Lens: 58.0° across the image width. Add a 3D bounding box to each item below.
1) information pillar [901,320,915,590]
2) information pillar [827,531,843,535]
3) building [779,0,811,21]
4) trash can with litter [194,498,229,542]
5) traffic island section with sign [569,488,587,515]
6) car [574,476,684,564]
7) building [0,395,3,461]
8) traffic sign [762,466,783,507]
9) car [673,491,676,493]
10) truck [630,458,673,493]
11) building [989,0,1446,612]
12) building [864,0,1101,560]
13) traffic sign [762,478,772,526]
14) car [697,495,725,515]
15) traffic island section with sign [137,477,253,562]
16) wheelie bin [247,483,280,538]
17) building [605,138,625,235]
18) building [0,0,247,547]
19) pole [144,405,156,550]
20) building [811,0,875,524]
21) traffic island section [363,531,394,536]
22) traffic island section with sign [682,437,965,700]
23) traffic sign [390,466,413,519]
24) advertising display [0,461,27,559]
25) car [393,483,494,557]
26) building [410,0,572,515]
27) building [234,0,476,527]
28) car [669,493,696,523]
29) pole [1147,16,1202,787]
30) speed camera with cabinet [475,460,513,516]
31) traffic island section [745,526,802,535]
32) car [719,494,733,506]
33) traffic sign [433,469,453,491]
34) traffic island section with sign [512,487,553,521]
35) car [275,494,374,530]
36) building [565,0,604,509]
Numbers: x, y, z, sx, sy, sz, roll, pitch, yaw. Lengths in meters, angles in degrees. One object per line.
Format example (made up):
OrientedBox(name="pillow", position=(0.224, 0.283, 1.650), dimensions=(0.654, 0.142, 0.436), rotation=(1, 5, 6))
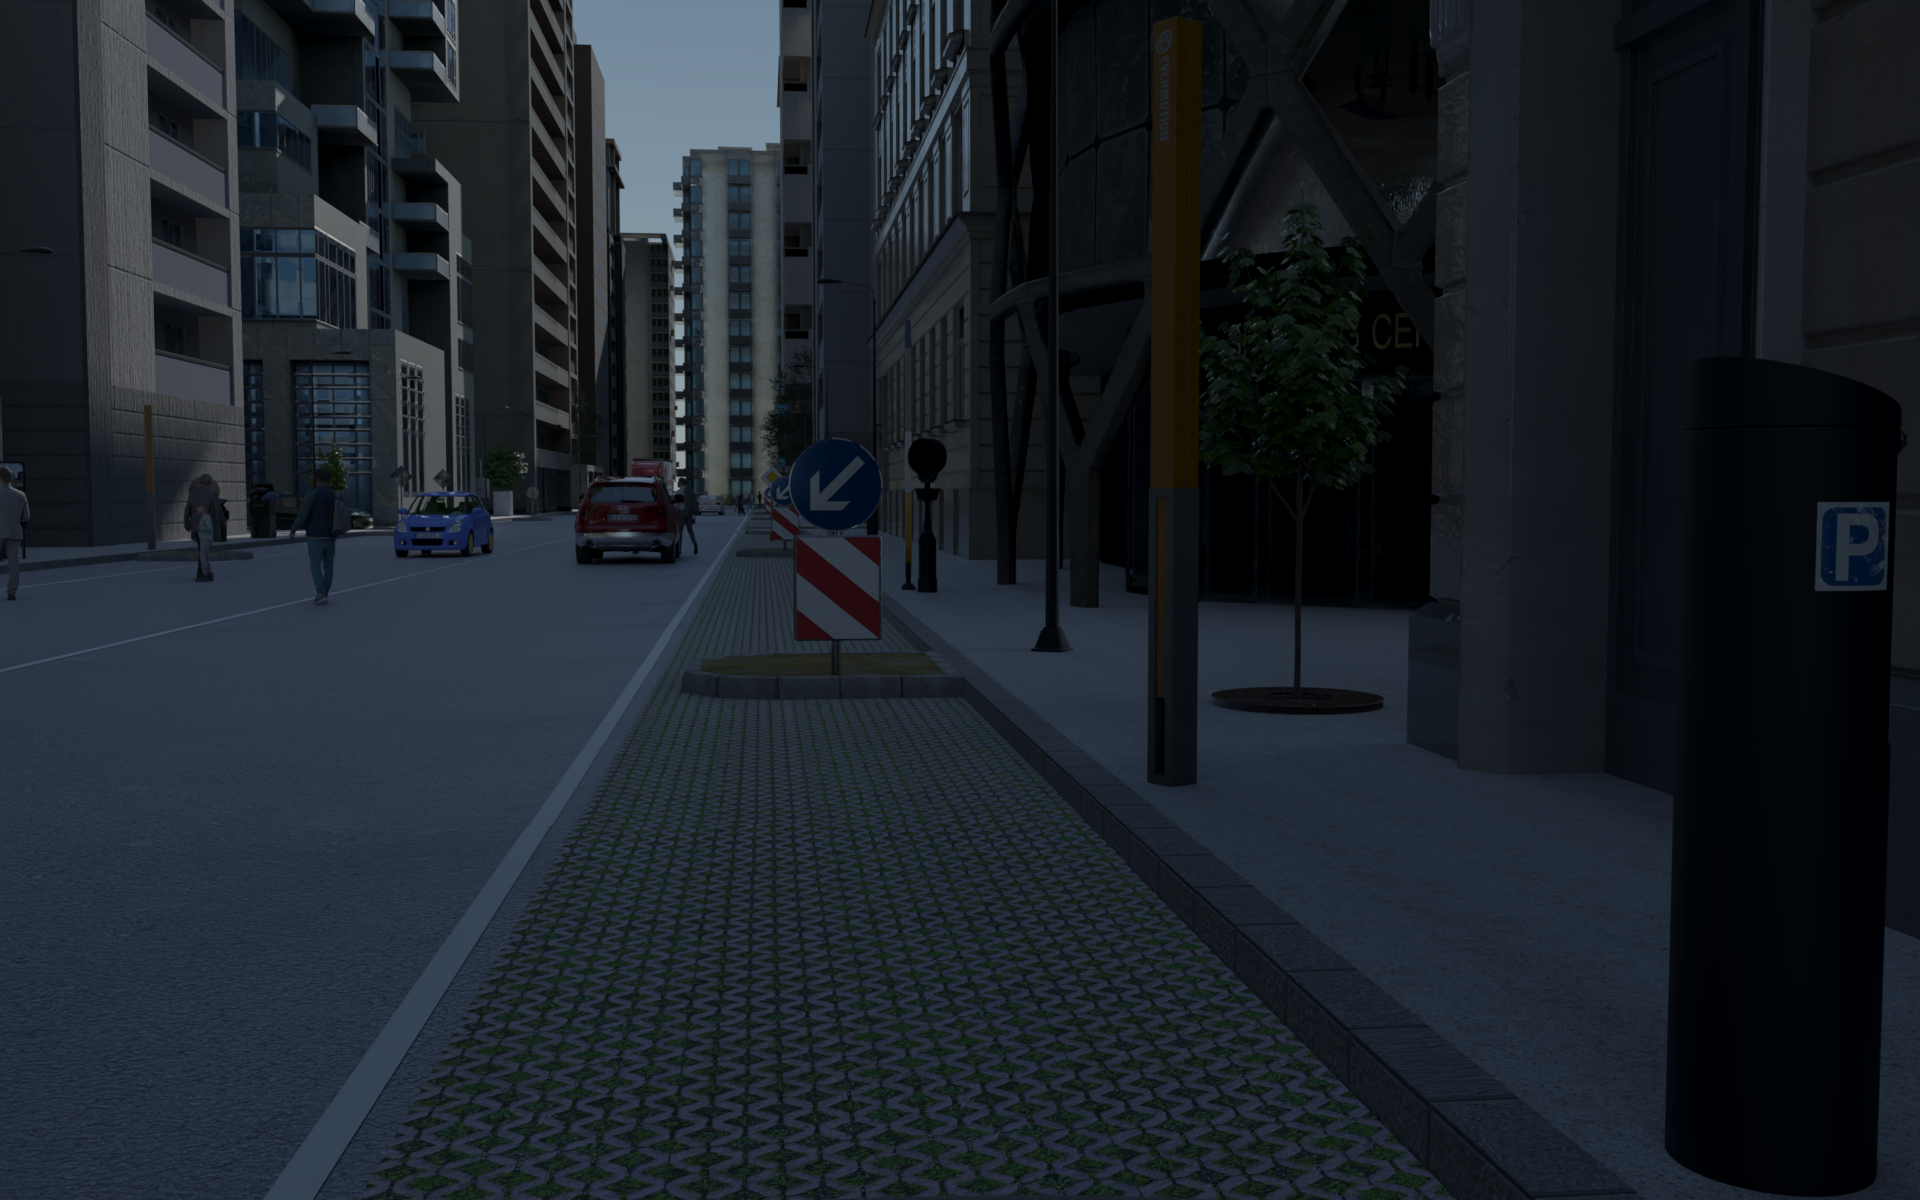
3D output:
OrientedBox(name="information pillar", position=(-0.692, -1.943, 23.115), dimensions=(0.183, 3.616, 0.504), rotation=(0, 4, -2))
OrientedBox(name="information pillar", position=(-3.320, -2.536, 45.958), dimensions=(0.304, 2.012, 0.304), rotation=(2, 4, 32))
OrientedBox(name="building", position=(0.496, -32.846, 126.273), dimensions=(28.713, 52.752, 27.495), rotation=(0, 4, -7))
OrientedBox(name="trash can with litter", position=(-20.082, -2.135, 46.290), dimensions=(1.055, 1.170, 0.624), rotation=(1, 4, 16))
OrientedBox(name="traffic island section with sign", position=(-26.056, -6.831, 120.315), dimensions=(1.989, 1.847, 2.006), rotation=(0, 4, -7))
OrientedBox(name="car", position=(-7.100, -1.750, 37.278), dimensions=(2.281, 1.827, 5.304), rotation=(0, 4, -7))
OrientedBox(name="building", position=(-26.997, -15.751, 29.233), dimensions=(14.160, 30.474, 14.107), rotation=(0, 4, -7))
OrientedBox(name="traffic sign", position=(-6.707, -3.568, 61.980), dimensions=(0.795, 2.450, 0.064), rotation=(0, 4, -7))
OrientedBox(name="car", position=(-33.084, -11.864, 202.649), dimensions=(2.281, 1.827, 5.304), rotation=(0, 4, -6))
OrientedBox(name="truck", position=(-24.600, -9.124, 138.088), dimensions=(2.839, 4.237, 11.283), rotation=(0, 4, -5))
OrientedBox(name="building", position=(8.686, -9.574, 23.992), dimensions=(16.820, 18.784, 16.811), rotation=(0, 4, -7))
OrientedBox(name="building", position=(5.772, -13.131, 47.982), dimensions=(16.112, 22.955, 30.059), rotation=(0, 4, -7))
OrientedBox(name="traffic sign", position=(-7.616, -4.053, 69.914), dimensions=(0.795, 2.450, 0.064), rotation=(0, 4, -7))
OrientedBox(name="car", position=(-17.037, -6.454, 117.887), dimensions=(2.083, 1.381, 4.827), rotation=(0, 4, -5))
OrientedBox(name="traffic island section with sign", position=(-16.604, -1.784, 37.792), dimensions=(1.989, 1.847, 2.006), rotation=(0, 4, -7))
OrientedBox(name="wheelie bin", position=(-20.249, -2.593, 50.308), dimensions=(0.980, 1.594, 0.693), rotation=(0, 4, -4))
OrientedBox(name="building", position=(-53.067, -33.675, 205.202), dimensions=(28.867, 44.769, 22.147), rotation=(0, 4, -7))
OrientedBox(name="building", position=(-36.000, -30.891, 47.075), dimensions=(28.212, 58.520, 21.231), rotation=(0, 4, -7))
OrientedBox(name="pole", position=(-18.617, -2.811, 39.809), dimensions=(0.158, 3.312, 0.155), rotation=(0, 3, 0))
OrientedBox(name="building", position=(7.555, -32.848, 79.064), dimensions=(28.212, 58.520, 21.231), rotation=(0, 4, -7))
OrientedBox(name="traffic island section", position=(-19.543, -2.344, 60.598), dimensions=(2.009, 0.180, 2.903), rotation=(0, 4, -7))
OrientedBox(name="traffic island section with sign", position=(-1.062, -0.264, 12.946), dimensions=(1.989, 1.847, 2.006), rotation=(0, 4, -7))
OrientedBox(name="traffic sign", position=(-19.520, -3.480, 60.539), dimensions=(0.795, 2.450, 0.064), rotation=(0, 4, -7))
OrientedBox(name="advertising display", position=(-18.848, -1.756, 33.932), dimensions=(0.974, 1.923, 0.123), rotation=(-2, 4, -35))
OrientedBox(name="car", position=(-12.070, -1.894, 40.550), dimensions=(1.945, 1.707, 3.694), rotation=(0, 4, -5))
OrientedBox(name="building", position=(-38.009, -30.035, 114.770), dimensions=(21.300, 48.544, 21.600), rotation=(0, 4, -7))
OrientedBox(name="building", position=(-34.887, -46.901, 79.508), dimensions=(22.319, 86.520, 31.000), rotation=(0, 4, -7))
OrientedBox(name="car", position=(-13.693, -4.540, 83.269), dimensions=(2.155, 1.783, 4.494), rotation=(0, 4, -5))
OrientedBox(name="pole", position=(0.940, -0.840, 7.581), dimensions=(0.158, 3.312, 0.155), rotation=(0, 3, 0))
OrientedBox(name="speed camera with cabinet", position=(-26.895, -6.460, 99.964), dimensions=(2.038, 3.252, 0.660), rotation=(0, 4, 4))
OrientedBox(name="traffic island section", position=(-6.685, -2.433, 62.060), dimensions=(2.009, 0.180, 2.903), rotation=(0, 4, -7))
OrientedBox(name="car", position=(-29.000, -12.457, 213.887), dimensions=(2.015, 1.641, 3.980), rotation=(0, 4, -6))
OrientedBox(name="traffic sign", position=(-20.429, -3.965, 68.473), dimensions=(0.795, 2.450, 0.064), rotation=(0, 4, -7))
OrientedBox(name="traffic island section with sign", position=(-22.933, -5.161, 93.012), dimensions=(1.989, 1.847, 2.006), rotation=(0, 4, -7))
OrientedBox(name="car", position=(-23.805, -3.297, 63.698), dimensions=(4.222, 1.686, 2.009), rotation=(0, 4, -7))
OrientedBox(name="building", position=(-42.352, -43.620, 151.439), dimensions=(20.563, 71.187, 20.611), rotation=(0, 4, -7))
